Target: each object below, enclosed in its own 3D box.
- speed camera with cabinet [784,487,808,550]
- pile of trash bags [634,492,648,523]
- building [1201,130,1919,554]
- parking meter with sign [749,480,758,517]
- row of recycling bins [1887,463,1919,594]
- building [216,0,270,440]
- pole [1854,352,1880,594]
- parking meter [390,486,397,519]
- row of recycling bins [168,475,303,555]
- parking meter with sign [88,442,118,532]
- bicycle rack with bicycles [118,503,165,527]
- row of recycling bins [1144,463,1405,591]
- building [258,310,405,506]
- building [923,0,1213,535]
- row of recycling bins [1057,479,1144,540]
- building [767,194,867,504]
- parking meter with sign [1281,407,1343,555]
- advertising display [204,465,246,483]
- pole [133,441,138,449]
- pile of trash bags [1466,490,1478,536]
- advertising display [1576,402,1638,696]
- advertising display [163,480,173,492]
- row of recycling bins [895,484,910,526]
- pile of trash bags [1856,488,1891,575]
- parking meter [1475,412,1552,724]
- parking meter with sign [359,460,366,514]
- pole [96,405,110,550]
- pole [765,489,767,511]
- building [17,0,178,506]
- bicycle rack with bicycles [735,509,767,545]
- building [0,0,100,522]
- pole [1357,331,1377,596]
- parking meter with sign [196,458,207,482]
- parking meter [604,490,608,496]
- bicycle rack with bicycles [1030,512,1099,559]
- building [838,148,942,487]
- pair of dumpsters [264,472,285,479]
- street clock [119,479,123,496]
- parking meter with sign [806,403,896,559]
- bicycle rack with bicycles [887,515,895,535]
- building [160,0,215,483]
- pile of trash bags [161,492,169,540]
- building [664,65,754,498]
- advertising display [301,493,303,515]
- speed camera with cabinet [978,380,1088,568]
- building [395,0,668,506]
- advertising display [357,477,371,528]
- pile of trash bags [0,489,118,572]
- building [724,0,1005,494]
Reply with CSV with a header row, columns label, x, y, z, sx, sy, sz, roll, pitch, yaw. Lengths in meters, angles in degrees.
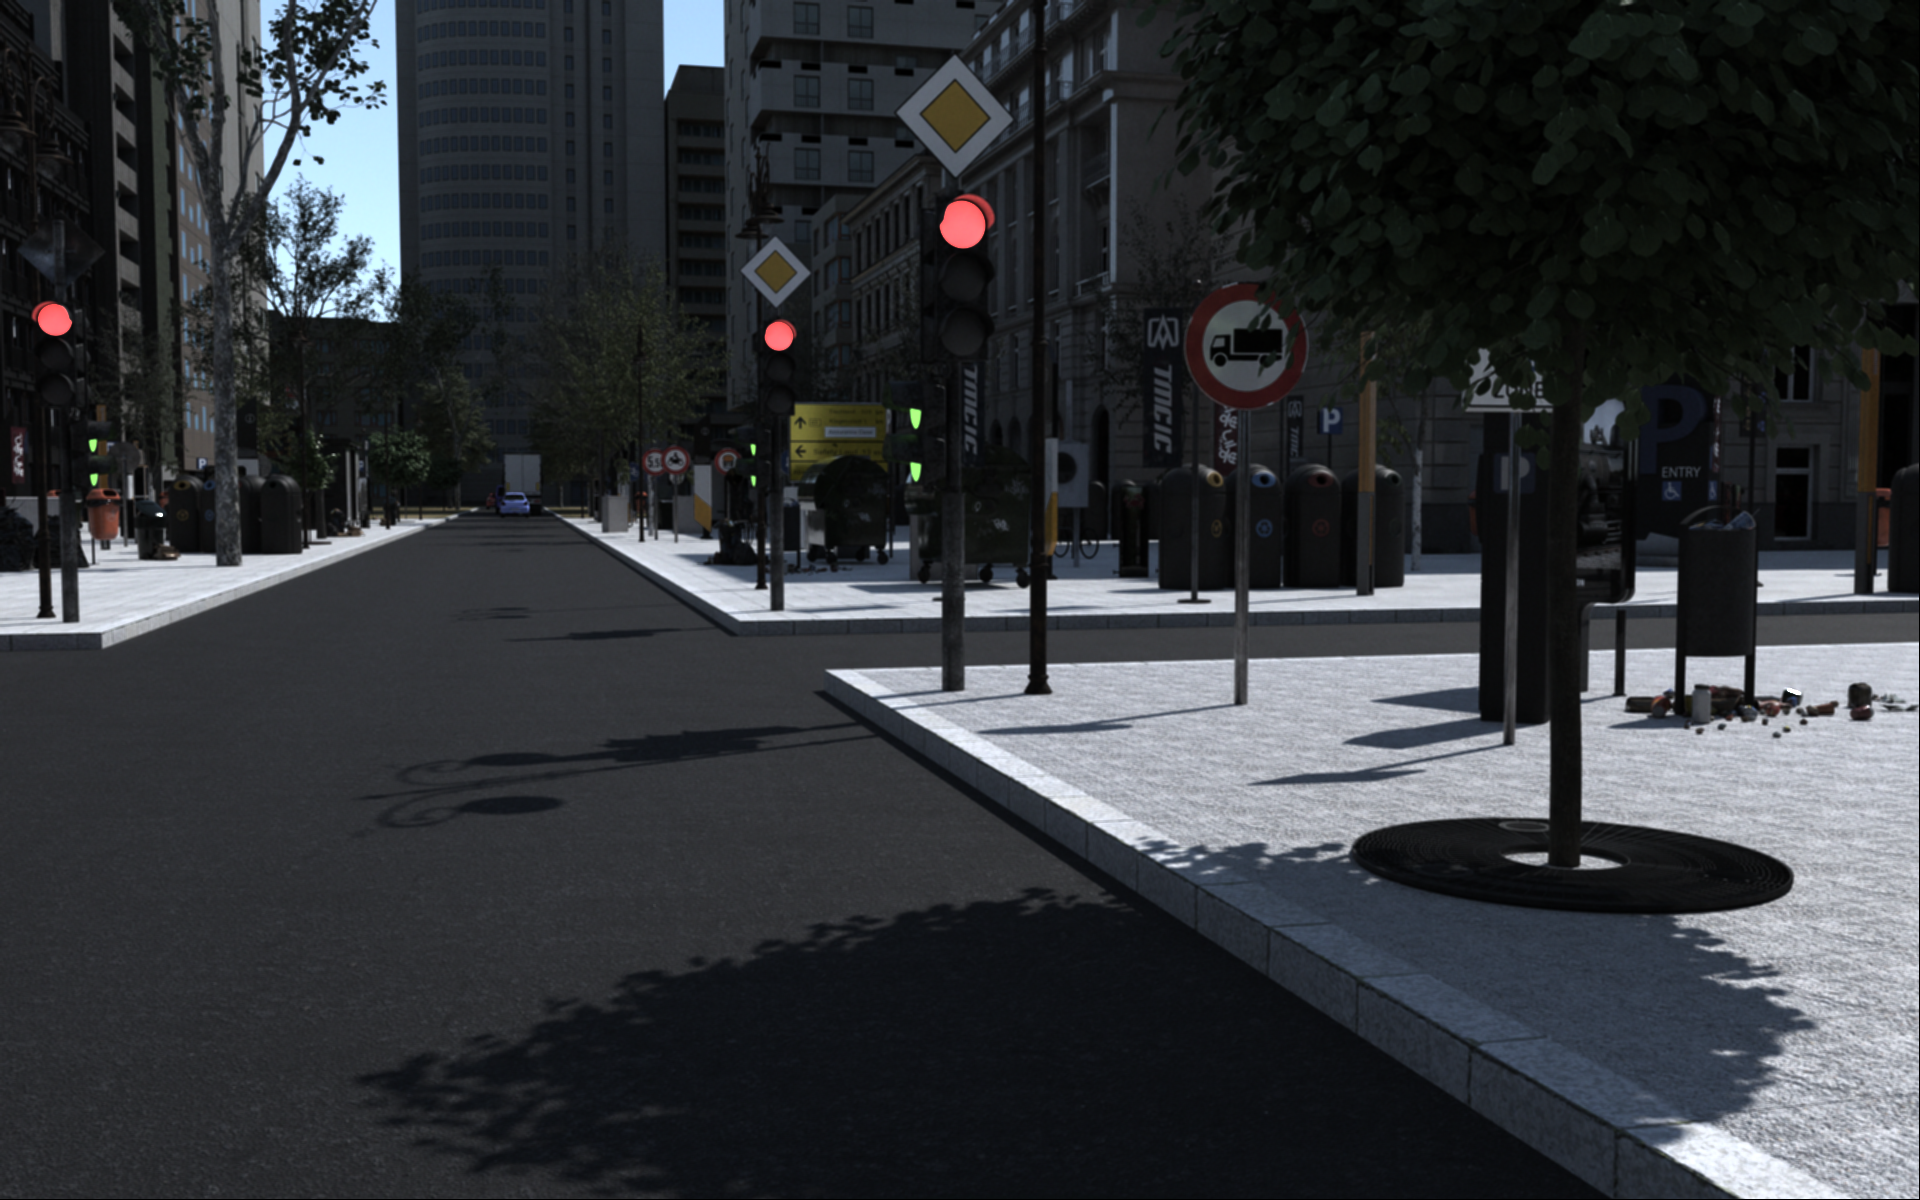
label,x,y,z,sx,sy,sz,roll,pitch,yaw
speed camera with cabinet,-3.463,-2.839,40.747,0.660,3.252,2.038,1,4,20
pile of trash bags,-13.146,-4.058,76.099,3.447,1.369,1.912,3,5,41
building,19.967,-15.115,44.390,25.104,27.353,12.463,-1,4,-14
parking meter with sign,-11.011,-5.932,93.250,0.543,3.016,1.738,-3,5,-43
row of recycling bins,13.804,-0.976,23.069,3.534,1.692,1.069,-1,4,-21
building,-67.338,-32.989,128.606,27.495,52.752,28.713,-1,4,-14
pole,11.635,-1.734,22.199,0.158,3.312,0.155,0,3,0
parking meter,-29.185,-5.115,89.348,0.255,1.863,0.399,0,4,7
row of recycling bins,-15.763,-1.869,37.675,3.534,1.692,1.069,2,4,24
parking meter with sign,-28.799,-3.781,58.082,1.738,3.016,0.543,3,5,44
bicycle rack with bicycles,-32.337,-3.333,67.876,2.852,0.926,2.925,0,4,7
row of recycling bins,4.408,-1.020,23.784,3.534,1.692,1.069,-1,4,-16
building,-77.118,-21.254,192.540,28.899,21.520,27.650,-1,4,-14
building,7.716,-13.734,66.348,13.314,21.916,24.055,-1,4,-14
row of recycling bins,4.204,-2.534,48.545,3.534,1.692,1.069,0,4,-8
building,2.687,-16.662,117.469,27.650,21.520,28.899,-1,4,-14
parking meter with sign,7.103,-2.397,35.453,0.543,3.016,1.738,-1,4,-21
advertising display,-16.679,-2.089,39.361,0.123,1.923,0.974,2,4,35
pole,-31.423,-4.419,66.096,0.158,3.312,0.155,0,3,0
pile of trash bags,11.502,-1.546,35.034,3.447,1.369,1.912,-2,4,-35
advertising display,3.925,-0.372,11.301,0.123,1.923,0.974,-3,5,-40
advertising display,-37.061,-4.644,81.140,0.974,1.923,0.123,3,5,44
row of recycling bins,-3.608,-3.926,71.307,3.534,1.692,1.069,1,4,21
pile of trash bags,15.892,-1.056,27.010,3.447,1.369,1.912,2,4,31
parking meter,3.129,-0.248,9.771,0.399,1.863,0.255,2,4,29
parking meter with sign,-30.882,-5.653,88.694,0.543,3.016,1.738,0,4,-2
pole,-19.678,-2.810,39.780,0.158,3.312,0.155,0,3,0
pole,-6.645,-3.978,58.886,0.158,3.312,0.155,0,3,0
building,-50.752,-19.588,91.963,14.160,30.474,14.107,-1,4,-14
bicycle rack with bicycles,-4.459,-1.843,43.508,2.852,0.926,2.925,0,4,5
building,-44.461,-14.815,71.910,12.332,23.373,15.834,-1,4,-14
pole,5.135,-1.713,21.851,0.158,3.312,0.155,0,3,0
parking meter with sign,-36.017,-5.346,83.672,1.738,3.016,0.543,2,4,27
parking meter,-18.361,-5.004,90.224,0.372,1.533,0.369,0,3,0
bicycle rack with bicycles,1.102,-1.313,34.842,2.852,0.926,2.925,-2,4,-26
building,0.783,-13.628,87.438,10.561,19.102,19.286,-1,4,-14
pair of dumpsters,-26.838,-4.052,68.751,1.574,2.255,4.437,-1,4,-14
street clock,-40.790,-4.881,84.367,0.358,2.002,0.471,-1,4,-20
parking meter with sign,-2.178,-2.335,34.434,1.738,3.016,0.543,-1,4,-16
bicycle rack with bicycles,-3.211,-2.526,54.677,2.852,0.926,2.925,-1,4,-11
building,-53.855,-27.846,105.399,14.600,45.320,14.200,-1,4,-14
pile of trash bags,-21.333,-2.369,48.487,1.912,1.369,3.447,-3,4,-39
building,-23.961,-35.342,201.549,21.600,48.544,21.300,-1,4,-14
advertising display,-22.324,-3.218,57.826,0.974,1.923,0.123,0,4,6
speed camera with cabinet,1.189,-2.199,30.296,2.038,3.252,0.660,1,4,20
building,-48.182,-39.955,195.265,28.212,58.520,21.231,-1,4,-14
advertising display,-22.419,-3.667,65.175,0.123,1.923,0.974,-3,5,-39
pile of trash bags,-16.015,-1.245,30.115,1.912,1.369,3.447,1,4,19
building,-4.544,-33.913,143.720,28.713,52.752,27.495,-1,4,-14
